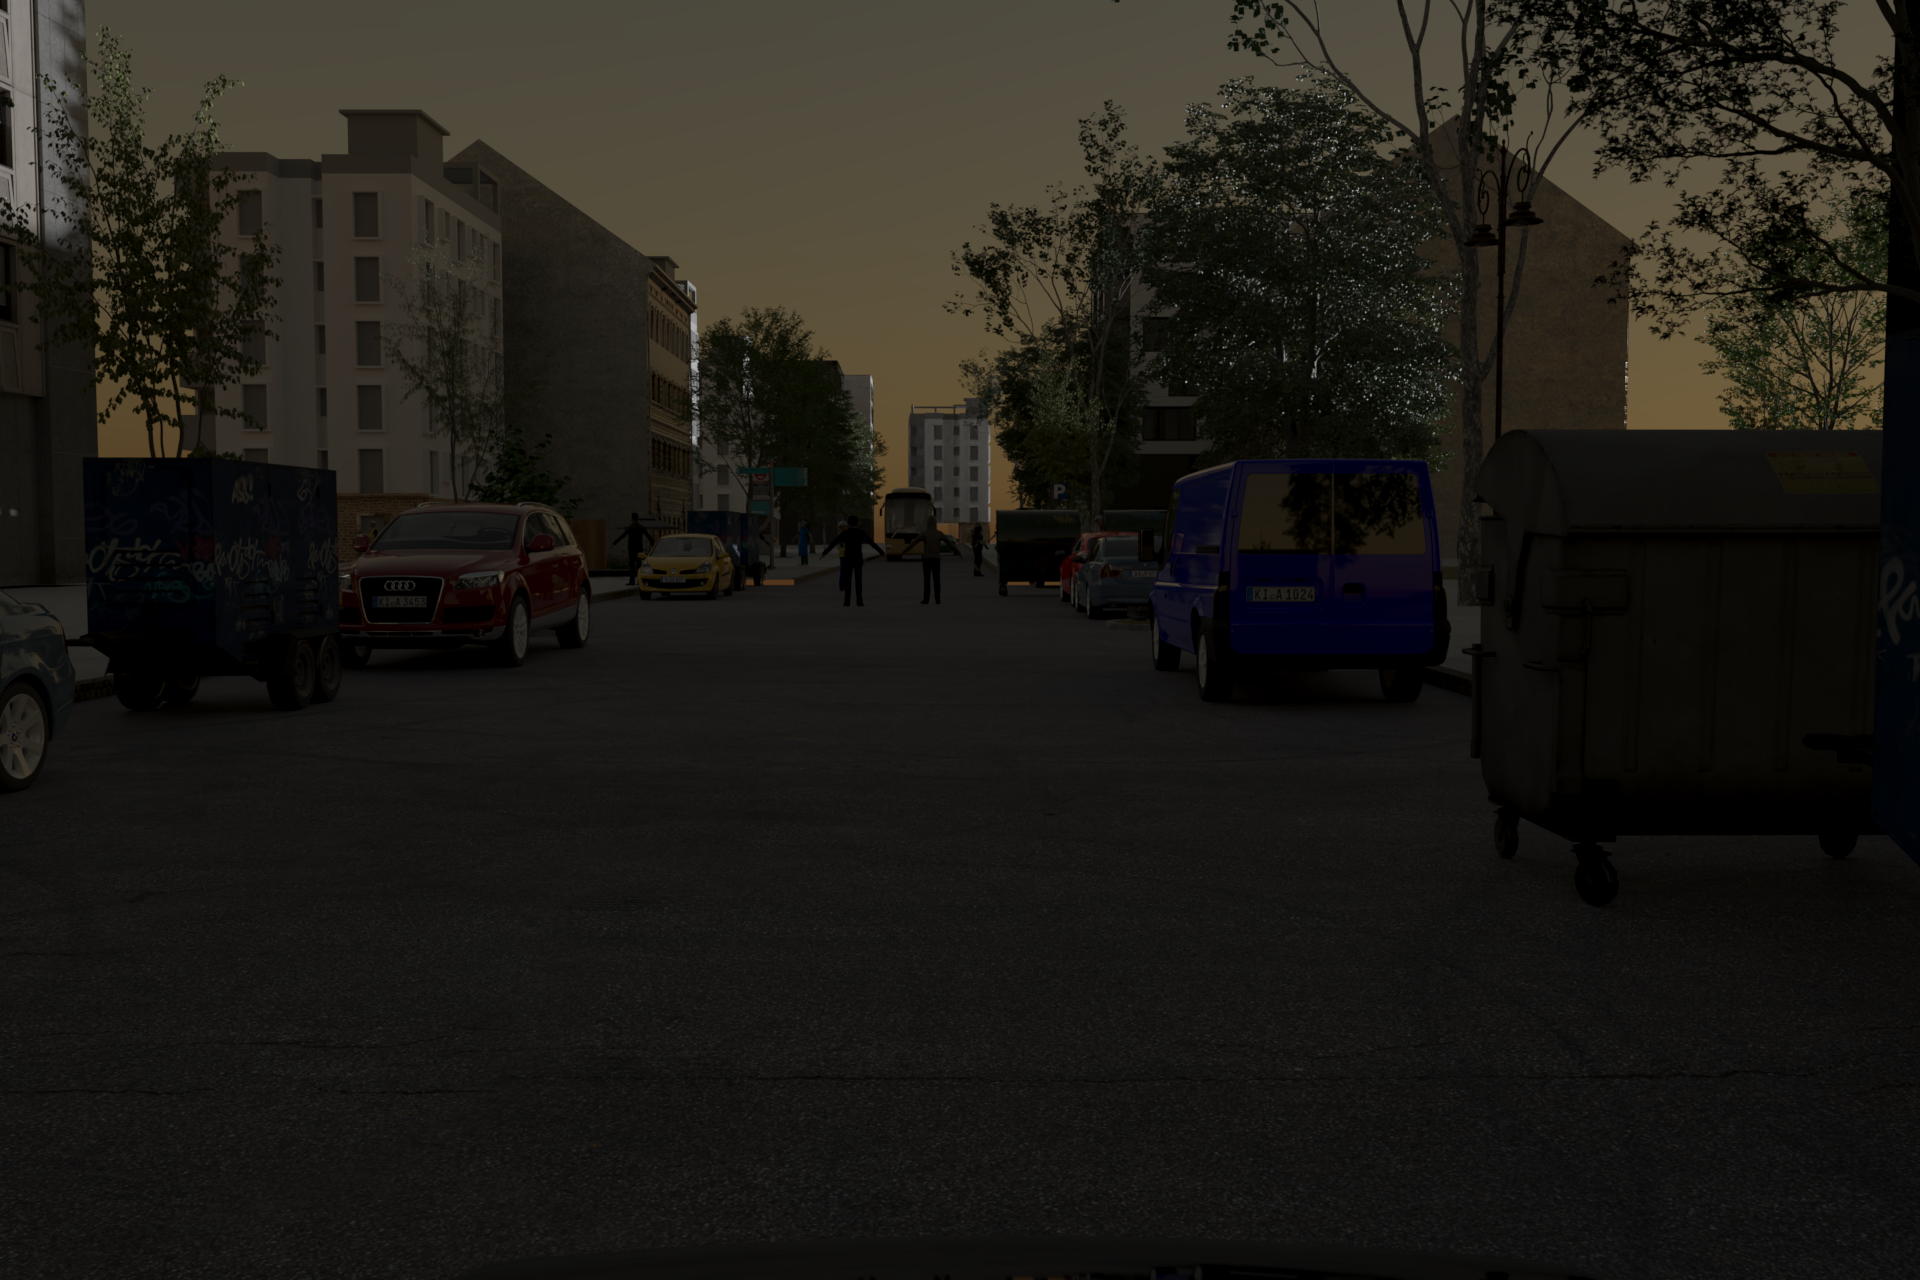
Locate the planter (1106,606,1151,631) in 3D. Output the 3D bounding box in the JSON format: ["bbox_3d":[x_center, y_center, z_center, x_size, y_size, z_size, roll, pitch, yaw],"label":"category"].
[{"bbox_3d":[3.262,-0.334,26.593,1.991,0.319,1.994,0,4,0],"label":"planter"}]

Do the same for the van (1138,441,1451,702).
[{"bbox_3d":[2.985,-0.739,16.462,2.240,2.365,5.245,0,4,-1],"label":"van"}]

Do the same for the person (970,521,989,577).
[{"bbox_3d":[0.636,-3.075,58.511,0.705,1.856,1.354,-1,4,-19],"label":"person"}]

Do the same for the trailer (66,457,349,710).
[{"bbox_3d":[-6.046,-0.404,13.654,1.471,1.999,3.904,0,4,-1],"label":"trailer"}]

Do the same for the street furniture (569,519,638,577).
[{"bbox_3d":[-12.583,-2.932,54.796,9.812,1.723,11.010,-1,4,-17],"label":"street furniture"}]

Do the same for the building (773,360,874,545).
[{"bbox_3d":[-25.282,-22.977,219.649,27.936,21.610,32.646,0,4,-1],"label":"building"}]

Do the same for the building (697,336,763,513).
[{"bbox_3d":[-25.390,-18.951,166.275,16.016,20.090,11.380,0,4,0],"label":"building"}]

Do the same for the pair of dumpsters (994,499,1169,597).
[{"bbox_3d":[3.008,-2.147,40.051,4.436,2.255,1.574,0,4,-1],"label":"pair of dumpsters"}]

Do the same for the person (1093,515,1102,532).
[{"bbox_3d":[4.227,-2.859,52.606,0.705,1.847,1.347,0,4,7],"label":"person"}]

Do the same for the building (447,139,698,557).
[{"bbox_3d":[-26.926,-16.821,105.952,19.493,23.208,18.063,0,4,-1],"label":"building"}]

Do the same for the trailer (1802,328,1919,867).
[{"bbox_3d":[3.147,0.168,4.299,1.471,1.999,3.904,0,4,-1],"label":"trailer"}]

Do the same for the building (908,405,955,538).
[{"bbox_3d":[-6.969,-23.570,244.247,11.380,20.090,16.016,0,4,-2],"label":"building"}]

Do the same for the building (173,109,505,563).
[{"bbox_3d":[-28.991,-13.591,78.626,16.016,20.090,11.380,0,4,0],"label":"building"}]

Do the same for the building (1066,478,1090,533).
[{"bbox_3d":[23.343,-23.826,220.480,19.493,23.208,18.063,0,3,0],"label":"building"}]

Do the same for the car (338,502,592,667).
[{"bbox_3d":[-5.739,-0.712,20.322,2.281,1.827,5.304,0,3,0],"label":"car"}]

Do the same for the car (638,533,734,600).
[{"bbox_3d":[-6.140,-1.760,38.999,2.015,1.641,3.980,0,3,0],"label":"car"}]

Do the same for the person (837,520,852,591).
[{"bbox_3d":[-2.833,-2.109,43.399,0.721,1.772,1.216,0,4,4],"label":"person"}]

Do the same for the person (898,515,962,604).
[{"bbox_3d":[-0.587,-1.648,35.533,1.348,1.813,0.705,-1,4,-13],"label":"person"}]

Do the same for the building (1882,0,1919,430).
[{"bbox_3d":[26.294,-12.281,29.463,12.332,23.479,15.834,0,4,0],"label":"building"}]

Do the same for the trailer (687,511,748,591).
[{"bbox_3d":[-6.198,-2.209,43.168,1.471,1.999,3.904,0,3,0],"label":"trailer"}]

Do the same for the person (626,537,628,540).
[{"bbox_3d":[-16.643,-4.913,87.130,0.721,1.733,1.217,0,4,0],"label":"person"}]

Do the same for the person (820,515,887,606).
[{"bbox_3d":[-2.116,-1.575,34.388,1.347,1.806,0.705,0,4,-2],"label":"person"}]

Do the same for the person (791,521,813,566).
[{"bbox_3d":[-6.302,-3.882,69.595,0.704,1.817,1.347,-3,5,-42],"label":"person"}]

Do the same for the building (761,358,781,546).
[{"bbox_3d":[-25.202,-19.966,182.867,16.016,20.090,11.380,0,4,-1],"label":"building"}]

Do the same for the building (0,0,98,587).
[{"bbox_3d":[-27.921,-13.220,33.402,12.078,24.872,19.932,0,4,1],"label":"building"}]

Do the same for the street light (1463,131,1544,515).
[{"bbox_3d":[6.364,-2.915,20.452,0.468,5.910,1.993,0,4,-1],"label":"street light"}]

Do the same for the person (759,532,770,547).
[{"bbox_3d":[-6.329,-2.804,51.614,1.354,1.858,0.705,-1,4,-14],"label":"person"}]

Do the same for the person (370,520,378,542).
[{"bbox_3d":[-23.731,-3.917,70.004,0.705,1.833,1.349,-2,4,-31],"label":"person"}]

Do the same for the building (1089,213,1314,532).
[{"bbox_3d":[23.269,-17.293,126.719,27.936,21.610,32.646,0,4,0],"label":"building"}]

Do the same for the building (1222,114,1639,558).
[{"bbox_3d":[25.898,-16.468,100.181,19.493,23.208,18.063,0,4,0],"label":"building"}]

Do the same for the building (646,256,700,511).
[{"bbox_3d":[-24.827,-16.071,119.177,16.016,20.090,11.380,0,4,0],"label":"building"}]

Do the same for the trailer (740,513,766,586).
[{"bbox_3d":[-6.208,-2.477,47.544,1.471,1.999,3.904,0,3,0],"label":"trailer"}]

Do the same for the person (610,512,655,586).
[{"bbox_3d":[-8.126,-2.274,43.244,0.705,1.821,1.348,3,5,44],"label":"person"}]

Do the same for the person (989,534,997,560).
[{"bbox_3d":[2.009,-4.827,85.110,1.347,1.806,0.705,-2,4,-35],"label":"person"}]

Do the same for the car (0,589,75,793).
[{"bbox_3d":[-6.080,0.222,8.372,2.014,1.417,4.499,0,3,0],"label":"car"}]
